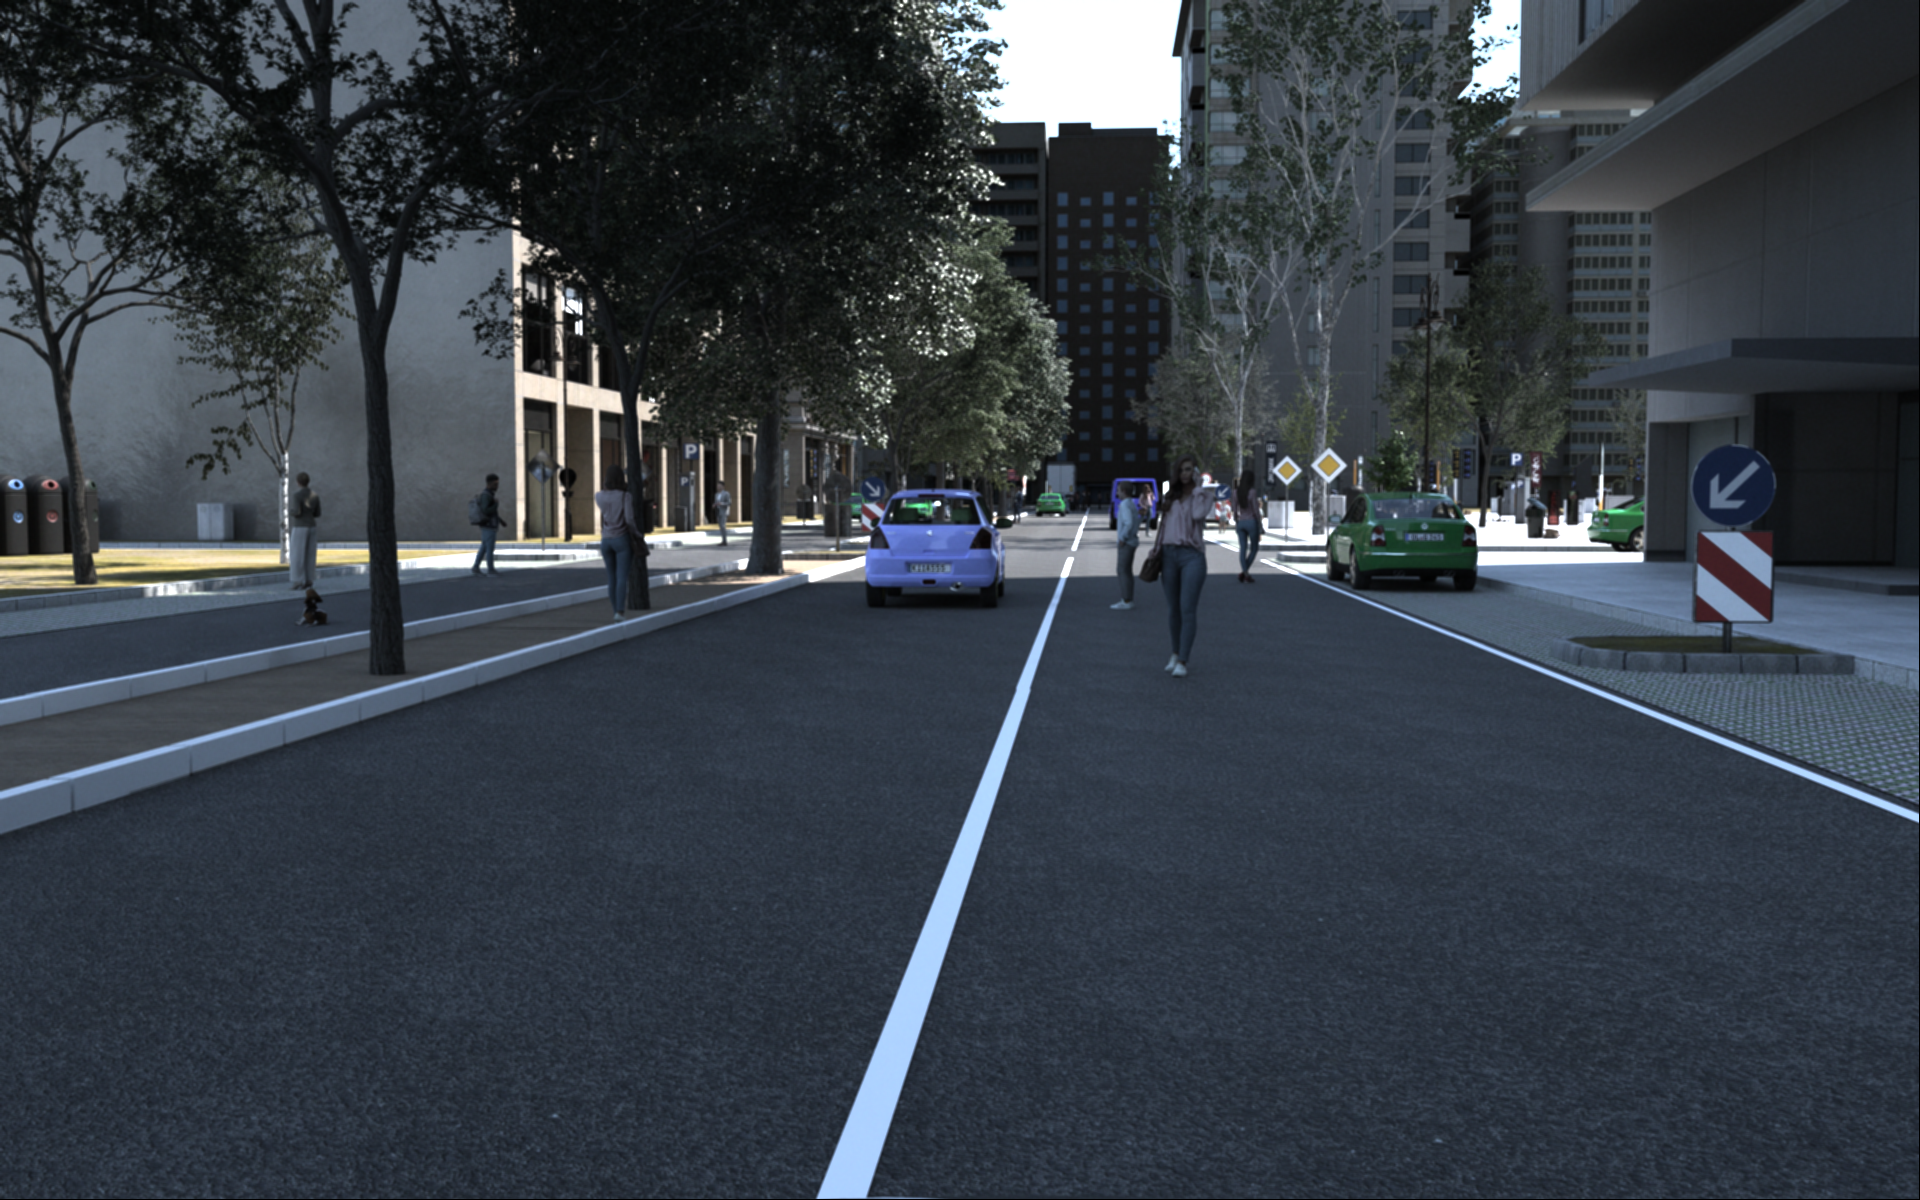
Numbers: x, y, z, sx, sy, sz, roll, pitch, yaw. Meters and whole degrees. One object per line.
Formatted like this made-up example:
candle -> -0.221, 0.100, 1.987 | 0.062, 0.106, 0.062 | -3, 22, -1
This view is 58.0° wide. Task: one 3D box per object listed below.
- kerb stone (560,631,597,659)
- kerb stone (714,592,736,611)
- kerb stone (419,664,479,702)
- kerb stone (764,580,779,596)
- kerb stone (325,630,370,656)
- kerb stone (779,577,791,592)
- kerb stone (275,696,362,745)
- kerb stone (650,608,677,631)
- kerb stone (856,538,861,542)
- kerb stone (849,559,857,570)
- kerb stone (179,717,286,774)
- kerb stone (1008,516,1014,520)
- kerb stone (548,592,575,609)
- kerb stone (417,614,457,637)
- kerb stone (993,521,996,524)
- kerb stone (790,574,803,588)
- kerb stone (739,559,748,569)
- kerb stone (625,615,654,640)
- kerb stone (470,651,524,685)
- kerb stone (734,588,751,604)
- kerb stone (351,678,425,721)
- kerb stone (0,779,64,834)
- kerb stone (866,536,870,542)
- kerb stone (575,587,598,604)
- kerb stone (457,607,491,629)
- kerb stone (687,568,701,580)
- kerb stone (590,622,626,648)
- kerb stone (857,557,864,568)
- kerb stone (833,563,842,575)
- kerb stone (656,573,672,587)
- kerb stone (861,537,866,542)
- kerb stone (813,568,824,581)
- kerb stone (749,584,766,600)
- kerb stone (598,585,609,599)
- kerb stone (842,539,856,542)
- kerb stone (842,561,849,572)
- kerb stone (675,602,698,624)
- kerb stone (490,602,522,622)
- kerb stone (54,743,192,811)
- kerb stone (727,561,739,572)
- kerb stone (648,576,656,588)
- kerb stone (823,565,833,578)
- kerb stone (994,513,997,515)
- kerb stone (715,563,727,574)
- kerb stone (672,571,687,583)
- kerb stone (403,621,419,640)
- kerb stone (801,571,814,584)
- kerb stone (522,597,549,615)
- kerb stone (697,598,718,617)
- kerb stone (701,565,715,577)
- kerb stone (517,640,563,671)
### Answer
kerb stone -> -3.473, 0.416, 15.474 | 0.120, 0.150, 1.000 | 0, 4, 4
kerb stone -> -2.991, 0.039, 21.604 | 0.120, 0.150, 1.000 | 0, 4, 4
kerb stone -> -3.706, 0.601, 12.410 | 0.120, 0.150, 1.000 | 0, 4, 4
kerb stone -> -2.762, -0.150, 24.670 | 0.120, 0.150, 1.000 | 0, 4, 4
kerb stone -> -5.565, 0.400, 15.652 | 0.120, 0.150, 1.000 | 0, 4, 4
kerb stone -> -2.687, -0.208, 25.689 | 0.120, 0.150, 1.000 | 0, 4, 4
kerb stone -> -3.866, 0.724, 10.369 | 0.120, 0.150, 1.000 | 0, 4, 4
kerb stone -> -3.237, 0.224, 18.538 | 0.120, 0.150, 1.000 | 0, 4, 4
kerb stone -> -2.994, -1.632, 48.904 | 0.120, 0.150, 1.000 | 0, 4, 4
kerb stone -> -2.128, -0.651, 32.845 | 0.120, 0.150, 1.000 | 0, 4, 4
kerb stone -> -3.944, 0.787, 9.350 | 0.120, 0.150, 1.000 | 0, 4, 4
kerb stone -> 2.968, -4.682, 98.852 | 0.120, 0.150, 1.000 | 0, 4, 4
kerb stone -> -5.087, 0.025, 21.786 | 0.120, 0.150, 1.000 | 0, 4, 4
kerb stone -> -5.405, 0.276, 17.690 | 0.120, 0.150, 1.000 | 0, 4, 4
kerb stone -> 1.780, -3.744, 83.503 | 0.120, 0.150, 1.000 | 0, 4, 4
kerb stone -> -2.606, -0.274, 26.718 | 0.120, 0.150, 1.000 | 0, 4, 4
kerb stone -> -4.218, -0.662, 33.050 | 0.120, 0.150, 1.000 | 0, 4, 4
kerb stone -> -3.308, 0.286, 17.518 | 0.120, 0.150, 1.000 | 0, 4, 4
kerb stone -> -3.624, 0.536, 13.432 | 0.120, 0.150, 1.000 | 0, 4, 4
kerb stone -> -2.923, -0.026, 22.623 | 0.120, 0.150, 1.000 | 0, 4, 4
kerb stone -> -3.788, 0.661, 11.388 | 0.120, 0.150, 1.000 | 0, 4, 4
kerb stone -> -4.100, 0.913, 7.302 | 0.120, 0.150, 1.000 | 0, 4, 4
kerb stone -> -2.835, -1.759, 50.956 | 0.120, 0.150, 1.000 | 0, 4, 4
kerb stone -> -5.007, -0.038, 22.809 | 0.120, 0.150, 1.000 | 0, 4, 4
kerb stone -> -5.324, 0.213, 18.712 | 0.120, 0.150, 1.000 | 0, 4, 4
kerb stone -> -4.538, -0.413, 28.959 | 0.120, 0.150, 1.000 | 0, 4, 4
kerb stone -> -3.397, 0.349, 16.493 | 0.120, 0.150, 1.000 | 0, 4, 4
kerb stone -> -2.051, -0.706, 33.870 | 0.120, 0.150, 1.000 | 0, 4, 4
kerb stone -> -2.285, -0.526, 30.801 | 0.120, 0.150, 1.000 | 0, 4, 4
kerb stone -> -4.697, -0.288, 26.906 | 0.120, 0.150, 1.000 | 0, 4, 4
kerb stone -> -2.914, -1.692, 49.929 | 0.120, 0.150, 1.000 | 0, 4, 4
kerb stone -> -2.440, -0.401, 28.758 | 0.120, 0.150, 1.000 | 0, 4, 4
kerb stone -> -2.844, -0.088, 23.642 | 0.120, 0.150, 1.000 | 0, 4, 4
kerb stone -> -4.935, -0.100, 23.832 | 0.120, 0.150, 1.000 | 0, 4, 4
kerb stone -> -3.073, -1.571, 47.884 | 0.120, 0.150, 1.000 | 0, 4, 4
kerb stone -> -2.209, -0.581, 31.821 | 0.120, 0.150, 1.000 | 0, 4, 4
kerb stone -> -3.156, 0.161, 19.557 | 0.120, 0.150, 1.000 | 0, 4, 4
kerb stone -> -5.248, 0.151, 19.731 | 0.120, 0.150, 1.000 | 0, 4, 4
kerb stone -> -4.019, 0.849, 8.320 | 0.120, 0.150, 1.000 | 0, 4, 4
kerb stone -> -4.298, -0.601, 32.021 | 0.120, 0.150, 1.000 | 0, 4, 4
kerb stone -> -4.772, -0.226, 25.886 | 0.120, 0.150, 1.000 | 0, 4, 4
kerb stone -> -2.365, -0.464, 29.781 | 0.120, 0.150, 1.000 | 0, 4, 4
kerb stone -> 2.462, -5.947, 119.431 | 0.120, 0.150, 1.000 | 0, 4, 4
kerb stone -> -4.380, -0.536, 31.003 | 0.120, 0.150, 1.000 | 0, 4, 4
kerb stone -> -4.616, -0.349, 27.932 | 0.120, 0.150, 1.000 | 0, 4, 4
kerb stone -> -5.486, 0.342, 16.671 | 0.120, 0.150, 1.000 | 0, 4, 4
kerb stone -> -2.524, -0.339, 27.739 | 0.120, 0.150, 1.000 | 0, 4, 4
kerb stone -> -5.175, 0.092, 20.757 | 0.120, 0.150, 1.000 | 0, 4, 4
kerb stone -> -3.079, 0.106, 20.576 | 0.120, 0.150, 1.000 | 0, 4, 4
kerb stone -> -4.460, -0.476, 29.978 | 0.120, 0.150, 1.000 | 0, 4, 4
kerb stone -> -3.551, 0.474, 14.451 | 0.120, 0.150, 1.000 | 0, 4, 4
